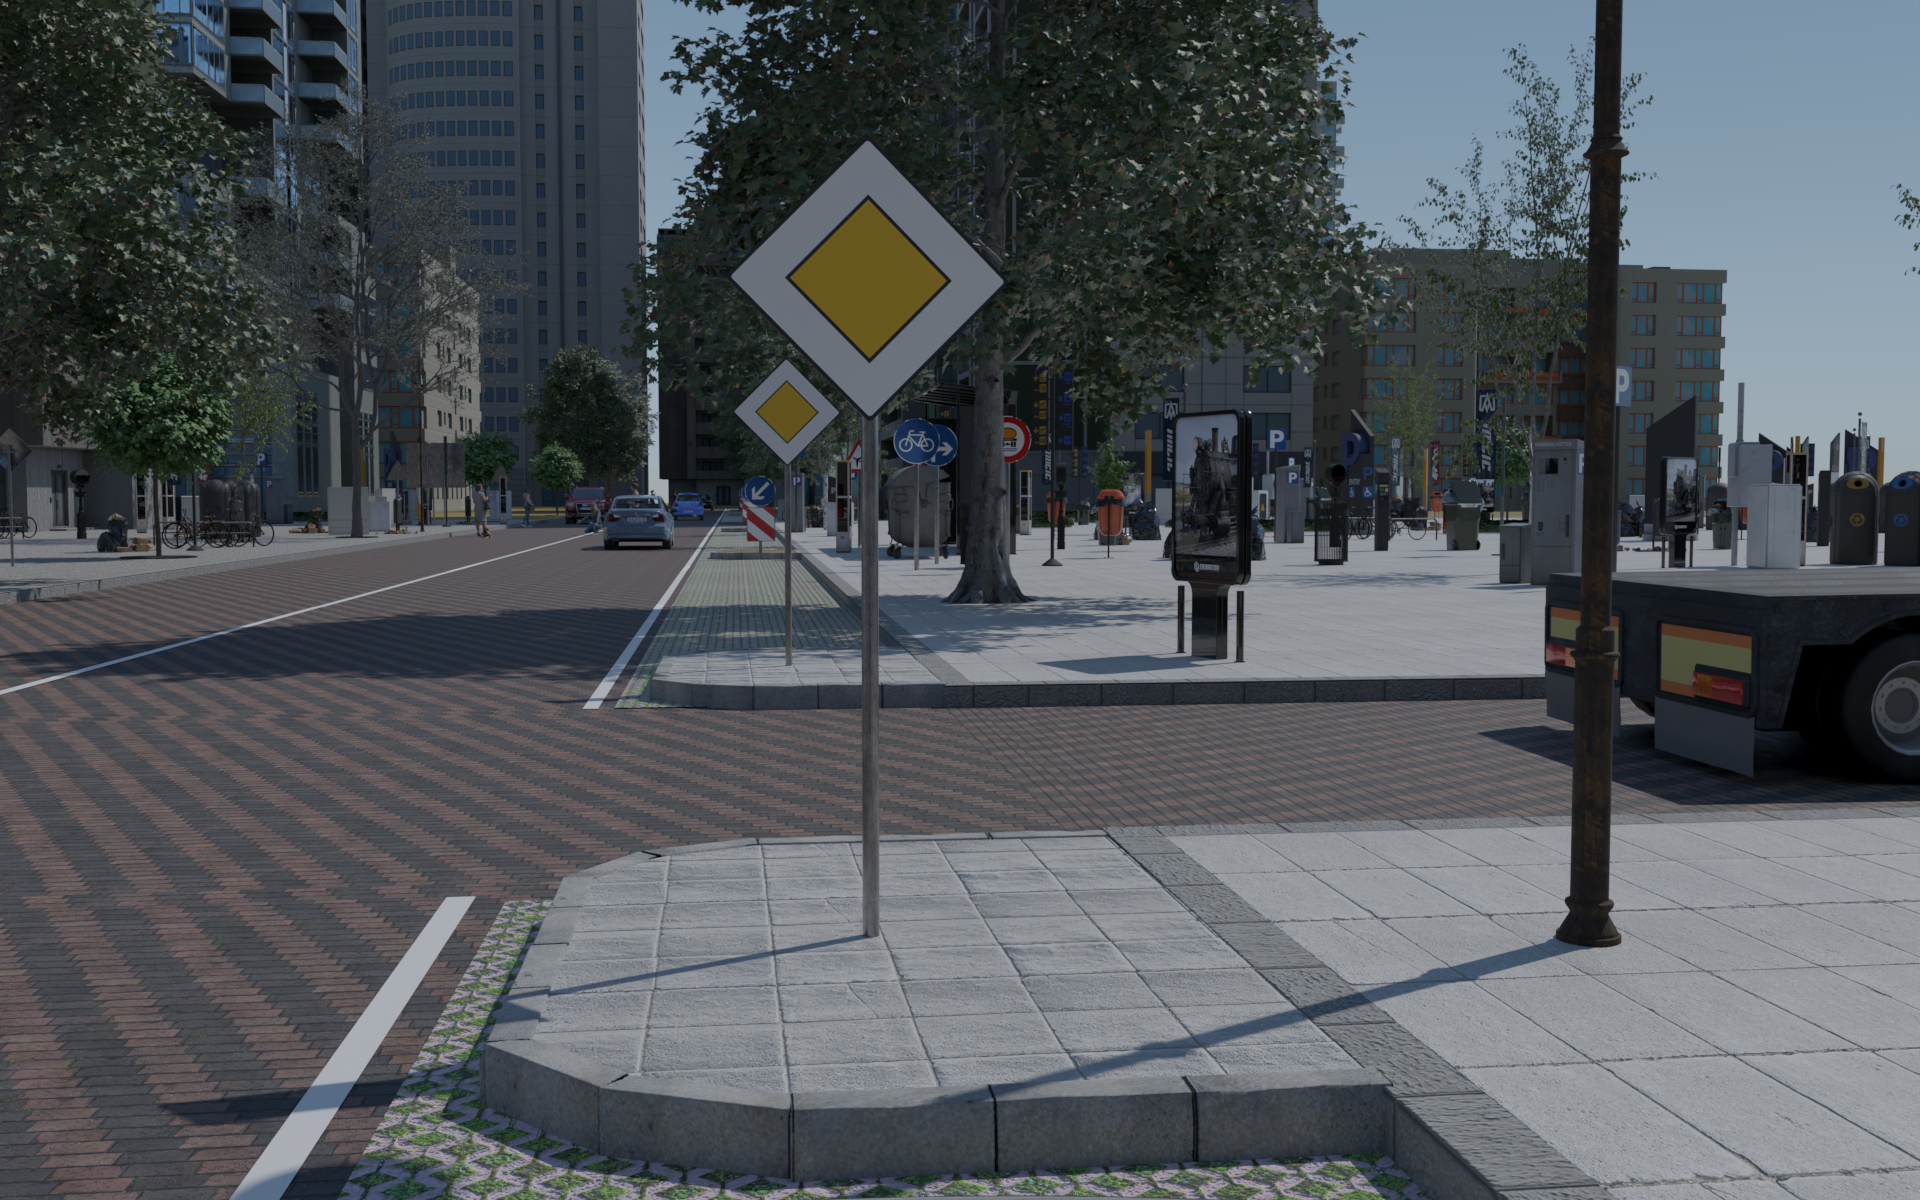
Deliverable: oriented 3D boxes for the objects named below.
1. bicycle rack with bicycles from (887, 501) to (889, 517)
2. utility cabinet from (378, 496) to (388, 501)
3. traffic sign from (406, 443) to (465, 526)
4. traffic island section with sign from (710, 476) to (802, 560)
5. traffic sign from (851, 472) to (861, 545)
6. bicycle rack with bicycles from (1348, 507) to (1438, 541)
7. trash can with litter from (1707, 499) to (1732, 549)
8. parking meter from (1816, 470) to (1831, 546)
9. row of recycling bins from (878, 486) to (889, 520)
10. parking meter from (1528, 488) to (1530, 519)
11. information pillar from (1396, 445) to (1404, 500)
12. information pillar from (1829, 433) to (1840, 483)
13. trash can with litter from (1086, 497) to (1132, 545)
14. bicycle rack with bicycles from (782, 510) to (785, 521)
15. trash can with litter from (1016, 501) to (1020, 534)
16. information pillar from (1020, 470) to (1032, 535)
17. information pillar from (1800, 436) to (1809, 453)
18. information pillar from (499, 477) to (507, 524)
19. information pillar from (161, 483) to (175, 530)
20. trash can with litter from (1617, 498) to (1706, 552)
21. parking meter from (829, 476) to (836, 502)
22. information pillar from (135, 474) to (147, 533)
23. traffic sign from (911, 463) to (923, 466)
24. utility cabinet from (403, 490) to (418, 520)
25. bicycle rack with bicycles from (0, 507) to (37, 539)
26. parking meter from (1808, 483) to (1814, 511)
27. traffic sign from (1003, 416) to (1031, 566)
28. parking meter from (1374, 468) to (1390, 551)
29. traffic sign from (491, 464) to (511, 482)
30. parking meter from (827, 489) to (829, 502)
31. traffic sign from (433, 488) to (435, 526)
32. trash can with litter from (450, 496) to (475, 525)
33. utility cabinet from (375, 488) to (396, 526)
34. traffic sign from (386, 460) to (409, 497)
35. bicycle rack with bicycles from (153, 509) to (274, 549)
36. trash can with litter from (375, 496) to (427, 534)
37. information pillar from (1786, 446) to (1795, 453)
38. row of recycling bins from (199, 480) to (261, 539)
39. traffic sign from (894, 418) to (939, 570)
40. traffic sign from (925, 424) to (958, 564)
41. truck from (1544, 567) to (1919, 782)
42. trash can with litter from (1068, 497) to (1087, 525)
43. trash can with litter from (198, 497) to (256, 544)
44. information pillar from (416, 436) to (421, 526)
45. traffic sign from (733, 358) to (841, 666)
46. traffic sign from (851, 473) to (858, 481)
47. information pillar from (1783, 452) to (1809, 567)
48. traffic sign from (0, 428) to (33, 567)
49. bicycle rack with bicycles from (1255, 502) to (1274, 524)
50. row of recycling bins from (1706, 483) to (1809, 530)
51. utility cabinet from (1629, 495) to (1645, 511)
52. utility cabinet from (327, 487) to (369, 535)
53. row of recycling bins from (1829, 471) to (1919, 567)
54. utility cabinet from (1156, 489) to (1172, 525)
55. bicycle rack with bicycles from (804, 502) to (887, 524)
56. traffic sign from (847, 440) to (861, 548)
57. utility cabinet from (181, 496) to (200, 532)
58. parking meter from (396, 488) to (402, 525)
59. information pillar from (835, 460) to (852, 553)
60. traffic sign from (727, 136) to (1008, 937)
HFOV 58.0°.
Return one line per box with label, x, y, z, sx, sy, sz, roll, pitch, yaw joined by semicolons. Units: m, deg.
bicycle rack with bicycles;-3.180;-4.296;83.614;2.852;0.926;2.925;1;4;9
utility cabinet;-20.698;-3.121;62.188;0.306;1.237;1.020;-1;4;-17
traffic sign;-20.792;-4.577;68.701;2.265;3.308;0.079;0;4;-4
traffic island section with sign;-4.549;-1.826;38.475;1.989;1.847;2.006;0;4;-7
traffic sign;-2.511;-2.680;43.820;0.884;2.594;0.081;0;4;-1
bicycle rack with bicycles;11.886;-2.157;48.641;2.925;0.926;2.852;-2;4;-28
trash can with litter;17.793;-1.776;40.425;0.624;1.170;1.055;2;4;27
parking meter;21.259;-2.258;42.622;0.255;1.863;0.399;1;4;21
row of recycling bins;-3.174;-4.909;87.372;1.069;1.692;3.534;2;4;25
parking meter;22.782;-3.700;68.904;0.372;1.533;0.369;0;3;0
information pillar;20.883;-5.560;82.267;0.504;3.616;0.183;-3;5;-43
information pillar;33.295;-4.563;65.960;0.504;3.616;0.183;-2;4;-28
trash can with litter;3.801;-1.955;43.349;0.624;1.170;1.055;3;5;43
bicycle rack with bicycles;-6.612;-3.975;78.374;2.925;0.926;2.852;-1;4;-16
trash can with litter;1.758;-2.704;55.592;1.055;1.170;0.624;2;4;32
information pillar;2.045;-3.024;53.928;0.304;2.012;0.304;1;4;18
information pillar;34.150;-4.815;70.086;0.504;3.616;0.183;-2;4;-35
information pillar;-19.655;-4.282;74.501;0.304;2.012;0.304;-1;4;-18
information pillar;-28.503;-3.538;62.331;0.304;2.012;0.304;2;4;33
trash can with litter;15.383;-1.701;38.870;2.233;1.210;1.678;-1;4;-11
parking meter;-4.010;-3.061;55.763;0.399;1.863;0.255;1;4;18
information pillar;-26.771;-3.188;56.611;0.304;2.012;0.304;-2;4;-27
traffic sign;-1.403;-3.485;56.984;0.884;2.594;0.081;0;4;0
utility cabinet;-26.895;-4.668;84.999;0.318;1.500;1.173;1;4;22
bicycle rack with bicycles;-27.846;-2.204;49.412;2.852;0.926;2.925;3;4;36
parking meter;46.302;-5.427;94.442;0.399;1.863;0.255;1;4;10
traffic sign;0.776;-1.724;28.285;0.768;2.556;0.104;0;4;2
parking meter;9.527;-2.043;39.117;0.255;1.863;0.399;0;4;1
traffic sign;-20.087;-4.633;75.756;0.884;2.594;0.081;0;4;2
parking meter;-6.371;-4.619;83.938;0.372;1.533;0.369;0;3;0
traffic sign;-20.978;-4.220;69.008;0.884;2.594;0.081;0;4;1
trash can with litter;-20.872;-3.829;73.662;1.678;1.210;2.233;-2;4;-24
utility cabinet;-22.873;-3.687;68.969;0.318;1.500;1.173;0;4;8
traffic sign;-21.636;-4.077;66.658;0.884;2.594;0.081;0;4;2
bicycle rack with bicycles;-18.113;-1.747;41.942;2.925;0.926;2.852;-3;5;-40
trash can with litter;-18.105;-2.764;56.251;1.678;1.210;2.233;-1;4;-11
information pillar;40.649;-5.714;84.774;0.504;3.616;0.183;1;4;10
row of recycling bins;-21.310;-2.667;50.725;1.069;1.692;3.534;0;4;-5
traffic sign;-0.731;-1.773;29.103;0.768;2.556;0.104;0;4;-3
traffic sign;-0.424;-1.933;31.714;0.768;2.556;0.104;0;4;2
truck;13.062;-1.260;10.354;18.799;4.110;2.967;0;4;-5
trash can with litter;4.842;-3.663;71.284;1.055;1.170;0.624;1;4;10
trash can with litter;-19.394;-2.114;45.624;1.678;1.210;2.233;1;4;11
information pillar;-21.940;-4.822;70.195;0.183;3.616;0.504;-2;4;-29
traffic sign;-1.284;-0.566;12.889;0.795;2.450;0.064;0;4;-7
traffic sign;-4.498;-4.298;70.374;0.768;2.556;0.104;0;4;-5
information pillar;14.839;-1.606;30.748;0.304;2.012;0.304;1;4;11
traffic sign;-16.721;-1.793;30.504;0.795;2.450;0.064;0;4;-1
bicycle rack with bicycles;8.188;-2.519;54.570;2.925;0.926;2.852;-1;4;-23
row of recycling bins;28.485;-3.354;61.953;3.534;1.692;1.069;0;4;-1
utility cabinet;36.305;-4.977;92.528;1.020;1.237;0.306;2;4;26
utility cabinet;-19.050;-2.768;53.932;1.173;1.500;0.318;-2;4;-29
row of recycling bins;17.159;-1.432;30.533;1.069;1.692;3.534;-3;4;-37
utility cabinet;8.494;-3.746;69.929;1.173;1.500;0.318;1;4;10
bicycle rack with bicycles;-5.279;-3.706;73.975;2.925;0.926;2.852;3;4;38
traffic sign;-2.422;-2.538;41.502;0.884;2.594;0.081;0;4;-4
utility cabinet;-24.779;-2.766;56.385;1.020;1.237;0.306;-2;4;-26
parking meter;-23.203;-3.851;71.376;0.372;1.533;0.369;0;3;0
information pillar;-2.539;-2.039;37.822;0.304;2.012;0.304;0;4;7
traffic sign;-0.261;-0.081;4.969;0.795;2.450;0.064;0;4;-7
